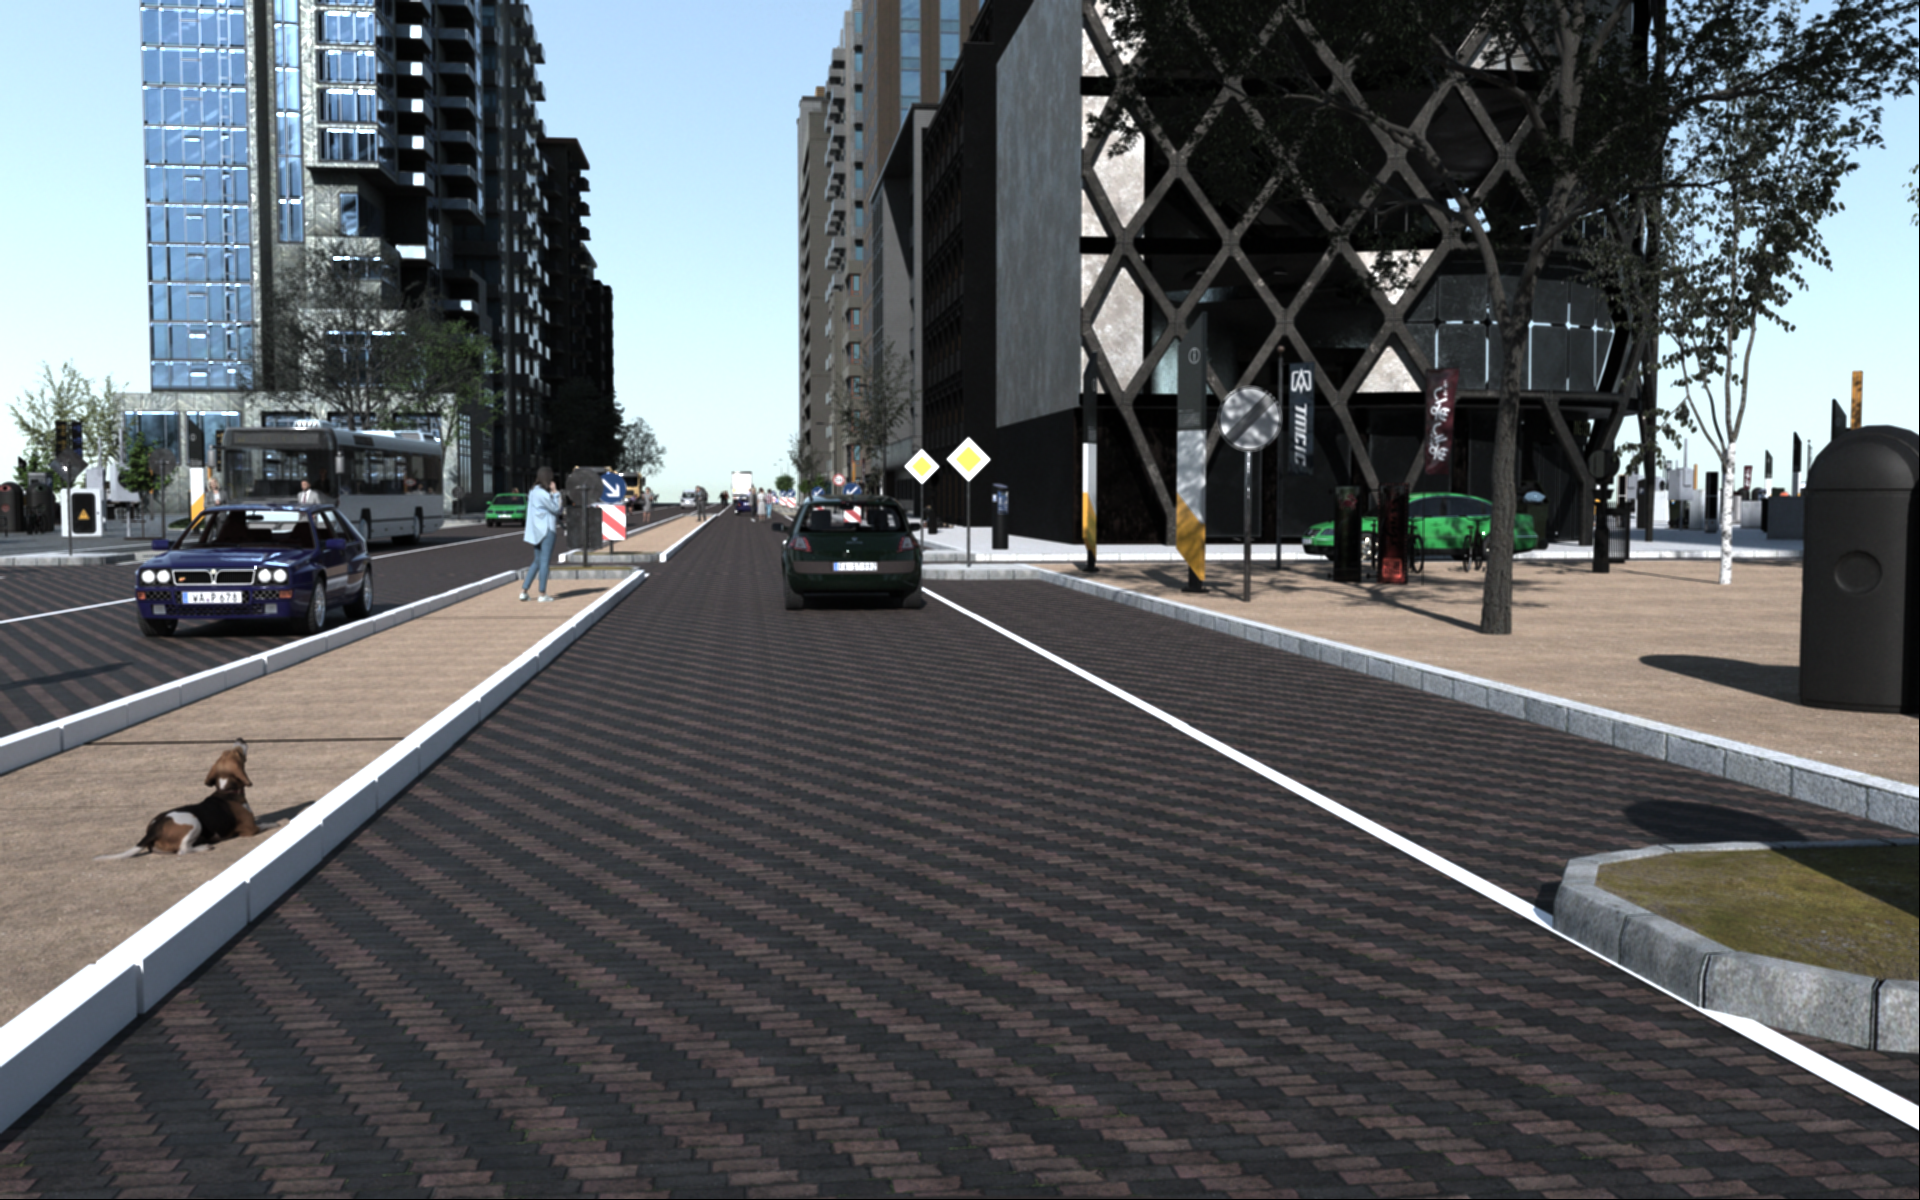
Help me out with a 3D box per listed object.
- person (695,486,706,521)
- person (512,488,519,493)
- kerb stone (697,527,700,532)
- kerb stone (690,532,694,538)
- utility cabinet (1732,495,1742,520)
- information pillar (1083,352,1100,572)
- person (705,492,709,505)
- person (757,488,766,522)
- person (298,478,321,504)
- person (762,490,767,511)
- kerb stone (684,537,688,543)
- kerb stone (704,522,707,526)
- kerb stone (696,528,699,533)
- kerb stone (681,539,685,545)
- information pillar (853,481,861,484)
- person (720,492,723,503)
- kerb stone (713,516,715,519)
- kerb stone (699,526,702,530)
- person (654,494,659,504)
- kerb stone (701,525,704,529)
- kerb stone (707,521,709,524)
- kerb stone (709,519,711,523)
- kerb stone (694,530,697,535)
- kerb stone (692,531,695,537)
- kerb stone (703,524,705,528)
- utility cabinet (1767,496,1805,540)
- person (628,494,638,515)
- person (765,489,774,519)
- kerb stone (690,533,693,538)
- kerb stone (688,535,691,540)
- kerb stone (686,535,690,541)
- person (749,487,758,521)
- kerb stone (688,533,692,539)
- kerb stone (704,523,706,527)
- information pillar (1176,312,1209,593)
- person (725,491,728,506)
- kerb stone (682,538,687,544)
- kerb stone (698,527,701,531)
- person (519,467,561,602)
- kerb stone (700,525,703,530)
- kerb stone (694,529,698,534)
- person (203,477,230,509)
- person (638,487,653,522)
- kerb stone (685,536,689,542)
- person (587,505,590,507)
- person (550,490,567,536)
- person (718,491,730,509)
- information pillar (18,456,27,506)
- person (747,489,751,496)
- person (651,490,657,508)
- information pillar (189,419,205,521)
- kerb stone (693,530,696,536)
[{"bbox_3d":[-13.521,-5.010,90.217,0.655,1.846,0.447,1,4,20],"label":"person"},{"bbox_3d":[-26.945,-5.906,105.038,0.573,1.828,0.580,0,4,8],"label":"person"},{"bbox_3d":[-9.440,-2.419,61.746,0.120,0.150,1.000,0,4,-7],"label":"kerb stone"},{"bbox_3d":[-8.547,-1.980,54.625,0.120,0.150,1.000,0,4,-7],"label":"kerb stone"},{"bbox_3d":[36.505,-4.336,82.049,0.306,1.237,1.020,-2,4,-23],"label":"utility cabinet"},{"bbox_3d":[2.131,-2.264,28.377,0.183,3.616,0.504,1,4,23],"label":"information pillar"},{"bbox_3d":[-34.789,-13.945,237.188,1.217,1.739,0.721,2,4,33],"label":"person"},{"bbox_3d":[-10.095,-4.821,87.889,0.480,1.755,0.524,-2,4,-32],"label":"person"},{"bbox_3d":[-14.268,-1.785,37.953,0.678,1.792,0.850,1,4,13],"label":"person"},{"bbox_3d":[-16.236,-8.255,143.914,0.683,1.767,0.568,-2,4,-31],"label":"person"},{"bbox_3d":[-7.781,-1.607,48.515,0.120,0.150,1.000,0,4,-7],"label":"kerb stone"},{"bbox_3d":[-10.700,-3.041,71.919,0.120,0.150,1.000,0,4,-7],"label":"kerb stone"},{"bbox_3d":[-9.173,-2.294,59.709,0.120,0.150,1.000,0,4,-7],"label":"kerb stone"},{"bbox_3d":[-7.526,-1.484,46.487,0.120,0.150,1.000,0,4,-7],"label":"kerb stone"},{"bbox_3d":[-5.936,-5.828,99.786,0.304,2.012,0.304,2,4,30],"label":"information pillar"},{"bbox_3d":[-36.882,-15.910,268.656,1.348,1.821,0.705,3,5,41],"label":"person"},{"bbox_3d":[-13.250,-4.285,92.265,0.120,0.150,1.000,0,4,-7],"label":"kerb stone"},{"bbox_3d":[-9.683,-2.543,63.781,0.120,0.150,1.000,0,4,-7],"label":"kerb stone"},{"bbox_3d":[-42.637,-14.174,243.437,0.799,1.438,0.628,-1,4,-9],"label":"person"},{"bbox_3d":[-10.065,-2.730,66.827,0.120,0.150,1.000,0,4,-7],"label":"kerb stone"},{"bbox_3d":[-11.208,-3.288,75.986,0.120,0.150,1.000,0,4,-7],"label":"kerb stone"},{"bbox_3d":[-11.849,-3.602,81.094,0.120,0.150,1.000,0,4,-7],"label":"kerb stone"},{"bbox_3d":[-8.919,-2.170,57.672,0.120,0.150,1.000,0,4,-7],"label":"kerb stone"},{"bbox_3d":[-8.665,-2.046,55.641,0.120,0.150,1.000,0,4,-7],"label":"kerb stone"},{"bbox_3d":[-10.326,-2.852,68.866,0.120,0.150,1.000,0,4,-7],"label":"kerb stone"},{"bbox_3d":[23.449,-2.318,49.064,0.306,1.237,1.020,-3,5,-42],"label":"utility cabinet"},{"bbox_3d":[-22.614,-6.599,119.632,0.697,1.427,0.421,-1,4,-15],"label":"person"},{"bbox_3d":[-11.210,-5.641,101.574,0.563,1.720,0.643,2,4,24],"label":"person"},{"bbox_3d":[-8.414,-1.921,53.611,0.120,0.150,1.000,0,4,-7],"label":"kerb stone"},{"bbox_3d":[-8.162,-1.788,51.571,0.120,0.150,1.000,0,4,-7],"label":"kerb stone"},{"bbox_3d":[-8.038,-1.735,50.556,0.120,0.150,1.000,0,4,-7],"label":"kerb stone"},{"bbox_3d":[-10.746,-5.016,90.690,0.709,1.800,0.728,-2,4,-29],"label":"person"},{"bbox_3d":[-8.293,-1.859,52.584,0.120,0.150,1.000,0,4,-7],"label":"kerb stone"},{"bbox_3d":[-10.578,-2.979,70.899,0.120,0.150,1.000,0,4,-7],"label":"kerb stone"},{"bbox_3d":[3.019,-1.906,22.525,0.183,3.616,0.504,-2,4,-35],"label":"information pillar"},{"bbox_3d":[-28.130,-12.226,208.332,0.705,1.831,1.348,-3,4,-36],"label":"person"},{"bbox_3d":[-7.646,-1.548,47.502,0.120,0.150,1.000,0,4,-7],"label":"kerb stone"},{"bbox_3d":[-9.559,-2.481,62.765,0.120,0.150,1.000,0,4,-7],"label":"kerb stone"},{"bbox_3d":[-5.579,-0.869,22.969,0.793,1.790,0.793,1,4,20],"label":"person"},{"bbox_3d":[-9.941,-2.666,65.813,0.120,0.150,1.000,0,4,-7],"label":"kerb stone"},{"bbox_3d":[-9.049,-2.229,58.695,0.120,0.150,1.000,0,4,-7],"label":"kerb stone"},{"bbox_3d":[-15.943,-1.743,37.180,0.537,1.800,0.526,-2,4,-24],"label":"person"},{"bbox_3d":[-15.984,-4.842,88.029,0.716,1.782,0.532,0,4,-6],"label":"person"},{"bbox_3d":[-7.908,-1.672,49.538,0.120,0.150,1.000,0,4,-7],"label":"kerb stone"},{"bbox_3d":[-15.707,-3.926,72.706,0.654,1.822,0.581,0,4,-7],"label":"person"},{"bbox_3d":[-13.868,-3.129,59.501,0.661,1.843,0.795,3,5,44],"label":"person"},{"bbox_3d":[-22.499,-9.528,165.102,1.217,1.723,0.721,1,4,10],"label":"person"},{"bbox_3d":[-57.465,-7.025,106.212,0.504,3.616,0.183,-3,5,-43],"label":"information pillar"},{"bbox_3d":[-16.534,-7.814,136.123,0.709,1.838,0.599,-3,4,-36],"label":"person"},{"bbox_3d":[-32.385,-10.600,181.890,1.350,1.814,0.705,-1,4,-14],"label":"person"},{"bbox_3d":[-23.961,-3.856,54.406,0.504,3.616,0.183,1,4,14],"label":"information pillar"},{"bbox_3d":[-8.792,-2.108,56.655,0.120,0.150,1.000,0,4,-7],"label":"kerb stone"}]
